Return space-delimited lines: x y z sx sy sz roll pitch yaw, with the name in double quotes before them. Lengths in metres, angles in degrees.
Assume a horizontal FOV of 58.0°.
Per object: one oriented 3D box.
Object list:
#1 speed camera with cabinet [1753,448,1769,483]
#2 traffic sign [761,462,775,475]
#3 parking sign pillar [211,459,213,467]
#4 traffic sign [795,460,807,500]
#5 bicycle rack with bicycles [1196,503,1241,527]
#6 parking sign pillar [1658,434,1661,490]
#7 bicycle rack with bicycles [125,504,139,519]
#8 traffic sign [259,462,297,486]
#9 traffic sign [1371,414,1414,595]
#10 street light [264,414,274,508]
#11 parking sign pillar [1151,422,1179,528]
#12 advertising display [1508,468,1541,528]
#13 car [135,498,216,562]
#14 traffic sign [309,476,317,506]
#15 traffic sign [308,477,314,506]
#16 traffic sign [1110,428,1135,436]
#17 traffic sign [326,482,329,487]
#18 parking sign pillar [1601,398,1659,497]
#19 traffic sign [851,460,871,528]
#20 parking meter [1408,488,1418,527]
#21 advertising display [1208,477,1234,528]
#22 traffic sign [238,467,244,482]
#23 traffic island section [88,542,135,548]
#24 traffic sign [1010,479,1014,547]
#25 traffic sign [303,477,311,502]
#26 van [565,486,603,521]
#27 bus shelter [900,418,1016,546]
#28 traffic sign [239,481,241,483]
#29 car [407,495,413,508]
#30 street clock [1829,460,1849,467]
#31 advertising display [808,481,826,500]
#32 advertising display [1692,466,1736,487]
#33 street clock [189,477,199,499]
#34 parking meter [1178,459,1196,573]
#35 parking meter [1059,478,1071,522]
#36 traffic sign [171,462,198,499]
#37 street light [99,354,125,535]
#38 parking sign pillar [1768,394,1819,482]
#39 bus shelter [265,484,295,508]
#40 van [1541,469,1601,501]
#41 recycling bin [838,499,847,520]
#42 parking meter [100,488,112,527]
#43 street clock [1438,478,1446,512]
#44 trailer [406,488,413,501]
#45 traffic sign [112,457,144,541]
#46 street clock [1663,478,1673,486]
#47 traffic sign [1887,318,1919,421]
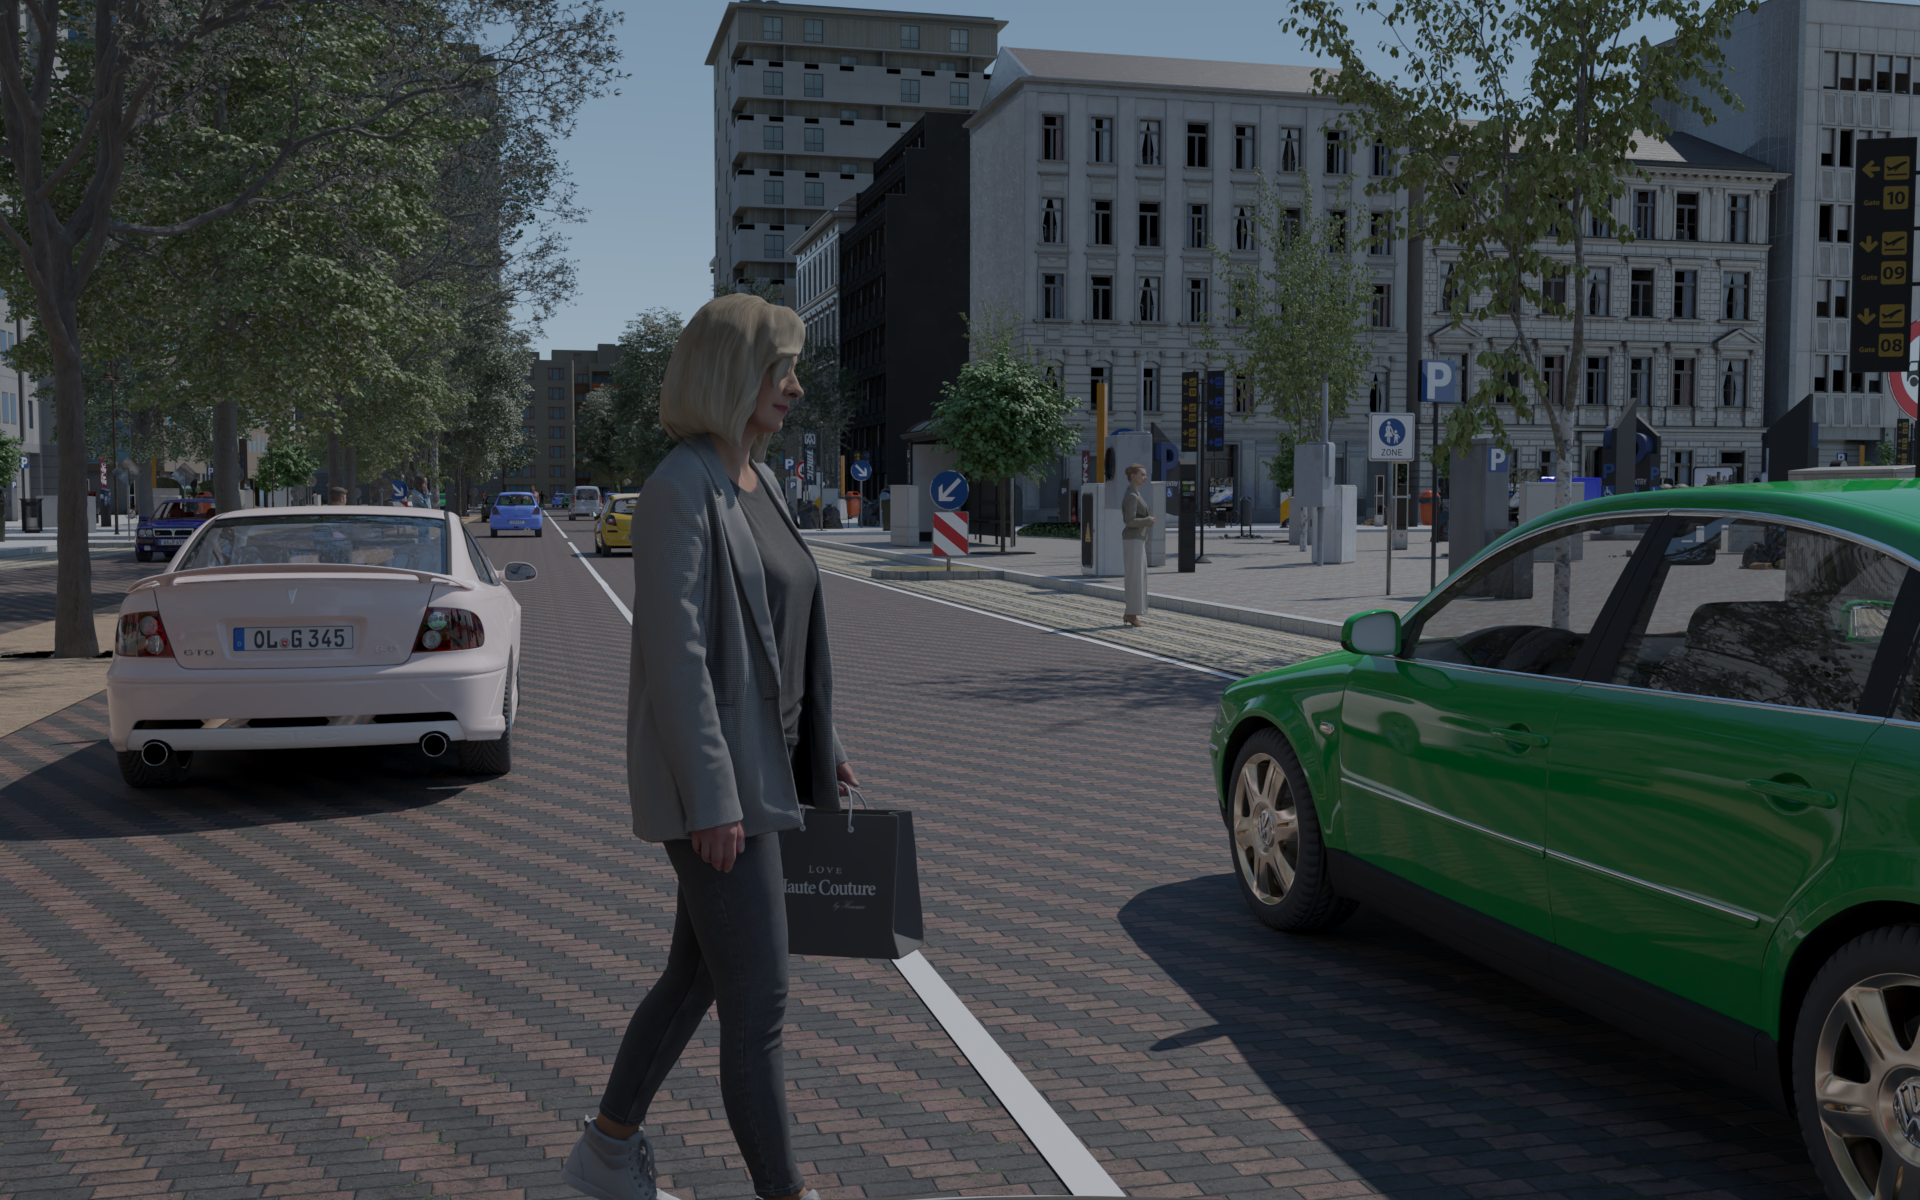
"speed camera with cabinet" 34.569 -4.963 75.477 0.660 3.252 2.038 0 4 -7
"traffic sign" -5.859 -2.908 51.186 0.795 2.450 0.064 -1 4 -14
"parking sign pillar" -52.872 -8.288 123.983 1.447 3.967 1.447 2 4 27
"traffic sign" -5.801 -3.978 65.145 0.768 2.556 0.104 0 4 -6
"bicycle rack with bicycles" 9.410 -3.416 69.232 2.925 0.926 2.852 2 4 34
"parking sign pillar" 21.453 -4.045 54.615 1.447 3.967 1.447 -1 4 -20
"bicycle rack with bicycles" -40.760 -4.606 88.696 2.925 0.926 2.852 1 4 11
"traffic sign" -40.999 -6.754 104.298 2.265 3.308 0.079 -1 4 -11
"traffic sign" 5.429 -1.208 21.879 0.606 2.300 0.079 -1 4 -11
"street light" -34.859 -7.032 87.754 0.468 5.910 1.993 -1 4 -14
"parking sign pillar" 7.746 -4.700 65.319 1.447 3.967 1.447 3 5 44
"advertising display" 14.072 -2.331 43.329 0.974 1.923 0.123 -1 4 -16
"car" -16.875 -1.559 38.069 1.945 1.354 3.894 -1 4 -13
"traffic sign" -44.600 -7.274 119.030 0.768 2.556 0.104 -1 4 -9
"traffic sign" -43.848 -7.121 116.534 0.768 2.556 0.104 0 4 -5
"traffic sign" 3.170 -2.045 33.542 0.768 2.556 0.104 -1 4 -10
"traffic sign" -44.674 -7.540 123.290 0.884 2.594 0.081 -1 4 -9
"parking sign pillar" 18.362 -3.659 48.296 1.447 3.967 1.447 3 5 44
"traffic sign" -3.746 -4.009 65.659 0.768 2.556 0.104 0 4 -6
"parking meter" 17.668 -3.615 67.518 0.372 1.533 0.369 0 3 0
"advertising display" 9.854 -3.683 65.428 0.974 1.923 0.123 -1 4 -11
"traffic sign" -33.093 -4.831 79.098 0.768 2.556 0.104 0 4 -6
"traffic island section" -22.624 -1.520 47.128 2.009 0.180 2.903 -1 4 -14
"traffic sign" 1.253 -2.543 41.684 0.768 2.556 0.104 -1 4 -10
"traffic sign" -42.445 -6.861 112.285 0.768 2.556 0.104 -1 4 -8
"van" -20.474 -5.353 94.534 2.013 2.044 4.112 -1 4 -16
"bus shelter" 0.019 -3.092 44.477 2.014 3.302 5.546 -1 4 -14
"traffic sign" -37.984 -5.540 90.685 0.768 2.556 0.104 -1 4 -13
"car" -37.921 -6.671 121.438 2.083 1.381 4.827 -1 4 -14
"street clock" 18.615 -1.967 36.729 0.471 2.002 0.358 -3 5 -40
"advertising display" -7.193 -5.015 87.214 0.974 1.923 0.123 1 4 18
"advertising display" 17.434 -2.132 40.075 0.123 1.923 0.974 -3 5 -41
"street clock" -32.297 -4.188 73.047 0.358 2.002 0.471 -2 4 -27
"parking meter" 3.718 -1.386 28.365 0.255 1.863 0.399 0 4 1
"parking meter" 3.815 -3.507 63.056 0.399 1.863 0.255 2 4 24
"traffic sign" -24.524 -3.130 54.823 0.795 2.450 0.064 -1 4 -14
"street light" -26.610 -4.997 54.487 0.468 5.910 1.993 -1 4 -14
"parking sign pillar" 22.673 -3.589 47.144 1.447 3.967 1.447 -1 4 -23
"bus shelter" -38.599 -6.434 99.125 2.014 3.302 5.546 -1 4 -14
"van" 22.060 -3.548 62.399 5.245 2.365 2.240 -1 4 -13
"recycling bin" -6.013 -4.439 85.134 0.722 1.027 0.722 2 4 29
"parking meter" -33.320 -3.617 67.547 0.372 1.533 0.369 0 3 0
"street clock" 19.940 -4.105 71.683 0.358 2.002 0.471 2 4 28
"trailer" -50.301 -9.282 158.811 1.471 1.999 3.904 -1 4 -15
"traffic sign" -22.603 -2.656 47.071 0.795 2.450 0.064 -1 4 -14
"street clock" 32.165 -4.533 78.684 0.358 2.002 0.471 0 4 -7
"traffic sign" 6.952 -0.757 12.490 0.768 2.556 0.104 -1 4 -13
